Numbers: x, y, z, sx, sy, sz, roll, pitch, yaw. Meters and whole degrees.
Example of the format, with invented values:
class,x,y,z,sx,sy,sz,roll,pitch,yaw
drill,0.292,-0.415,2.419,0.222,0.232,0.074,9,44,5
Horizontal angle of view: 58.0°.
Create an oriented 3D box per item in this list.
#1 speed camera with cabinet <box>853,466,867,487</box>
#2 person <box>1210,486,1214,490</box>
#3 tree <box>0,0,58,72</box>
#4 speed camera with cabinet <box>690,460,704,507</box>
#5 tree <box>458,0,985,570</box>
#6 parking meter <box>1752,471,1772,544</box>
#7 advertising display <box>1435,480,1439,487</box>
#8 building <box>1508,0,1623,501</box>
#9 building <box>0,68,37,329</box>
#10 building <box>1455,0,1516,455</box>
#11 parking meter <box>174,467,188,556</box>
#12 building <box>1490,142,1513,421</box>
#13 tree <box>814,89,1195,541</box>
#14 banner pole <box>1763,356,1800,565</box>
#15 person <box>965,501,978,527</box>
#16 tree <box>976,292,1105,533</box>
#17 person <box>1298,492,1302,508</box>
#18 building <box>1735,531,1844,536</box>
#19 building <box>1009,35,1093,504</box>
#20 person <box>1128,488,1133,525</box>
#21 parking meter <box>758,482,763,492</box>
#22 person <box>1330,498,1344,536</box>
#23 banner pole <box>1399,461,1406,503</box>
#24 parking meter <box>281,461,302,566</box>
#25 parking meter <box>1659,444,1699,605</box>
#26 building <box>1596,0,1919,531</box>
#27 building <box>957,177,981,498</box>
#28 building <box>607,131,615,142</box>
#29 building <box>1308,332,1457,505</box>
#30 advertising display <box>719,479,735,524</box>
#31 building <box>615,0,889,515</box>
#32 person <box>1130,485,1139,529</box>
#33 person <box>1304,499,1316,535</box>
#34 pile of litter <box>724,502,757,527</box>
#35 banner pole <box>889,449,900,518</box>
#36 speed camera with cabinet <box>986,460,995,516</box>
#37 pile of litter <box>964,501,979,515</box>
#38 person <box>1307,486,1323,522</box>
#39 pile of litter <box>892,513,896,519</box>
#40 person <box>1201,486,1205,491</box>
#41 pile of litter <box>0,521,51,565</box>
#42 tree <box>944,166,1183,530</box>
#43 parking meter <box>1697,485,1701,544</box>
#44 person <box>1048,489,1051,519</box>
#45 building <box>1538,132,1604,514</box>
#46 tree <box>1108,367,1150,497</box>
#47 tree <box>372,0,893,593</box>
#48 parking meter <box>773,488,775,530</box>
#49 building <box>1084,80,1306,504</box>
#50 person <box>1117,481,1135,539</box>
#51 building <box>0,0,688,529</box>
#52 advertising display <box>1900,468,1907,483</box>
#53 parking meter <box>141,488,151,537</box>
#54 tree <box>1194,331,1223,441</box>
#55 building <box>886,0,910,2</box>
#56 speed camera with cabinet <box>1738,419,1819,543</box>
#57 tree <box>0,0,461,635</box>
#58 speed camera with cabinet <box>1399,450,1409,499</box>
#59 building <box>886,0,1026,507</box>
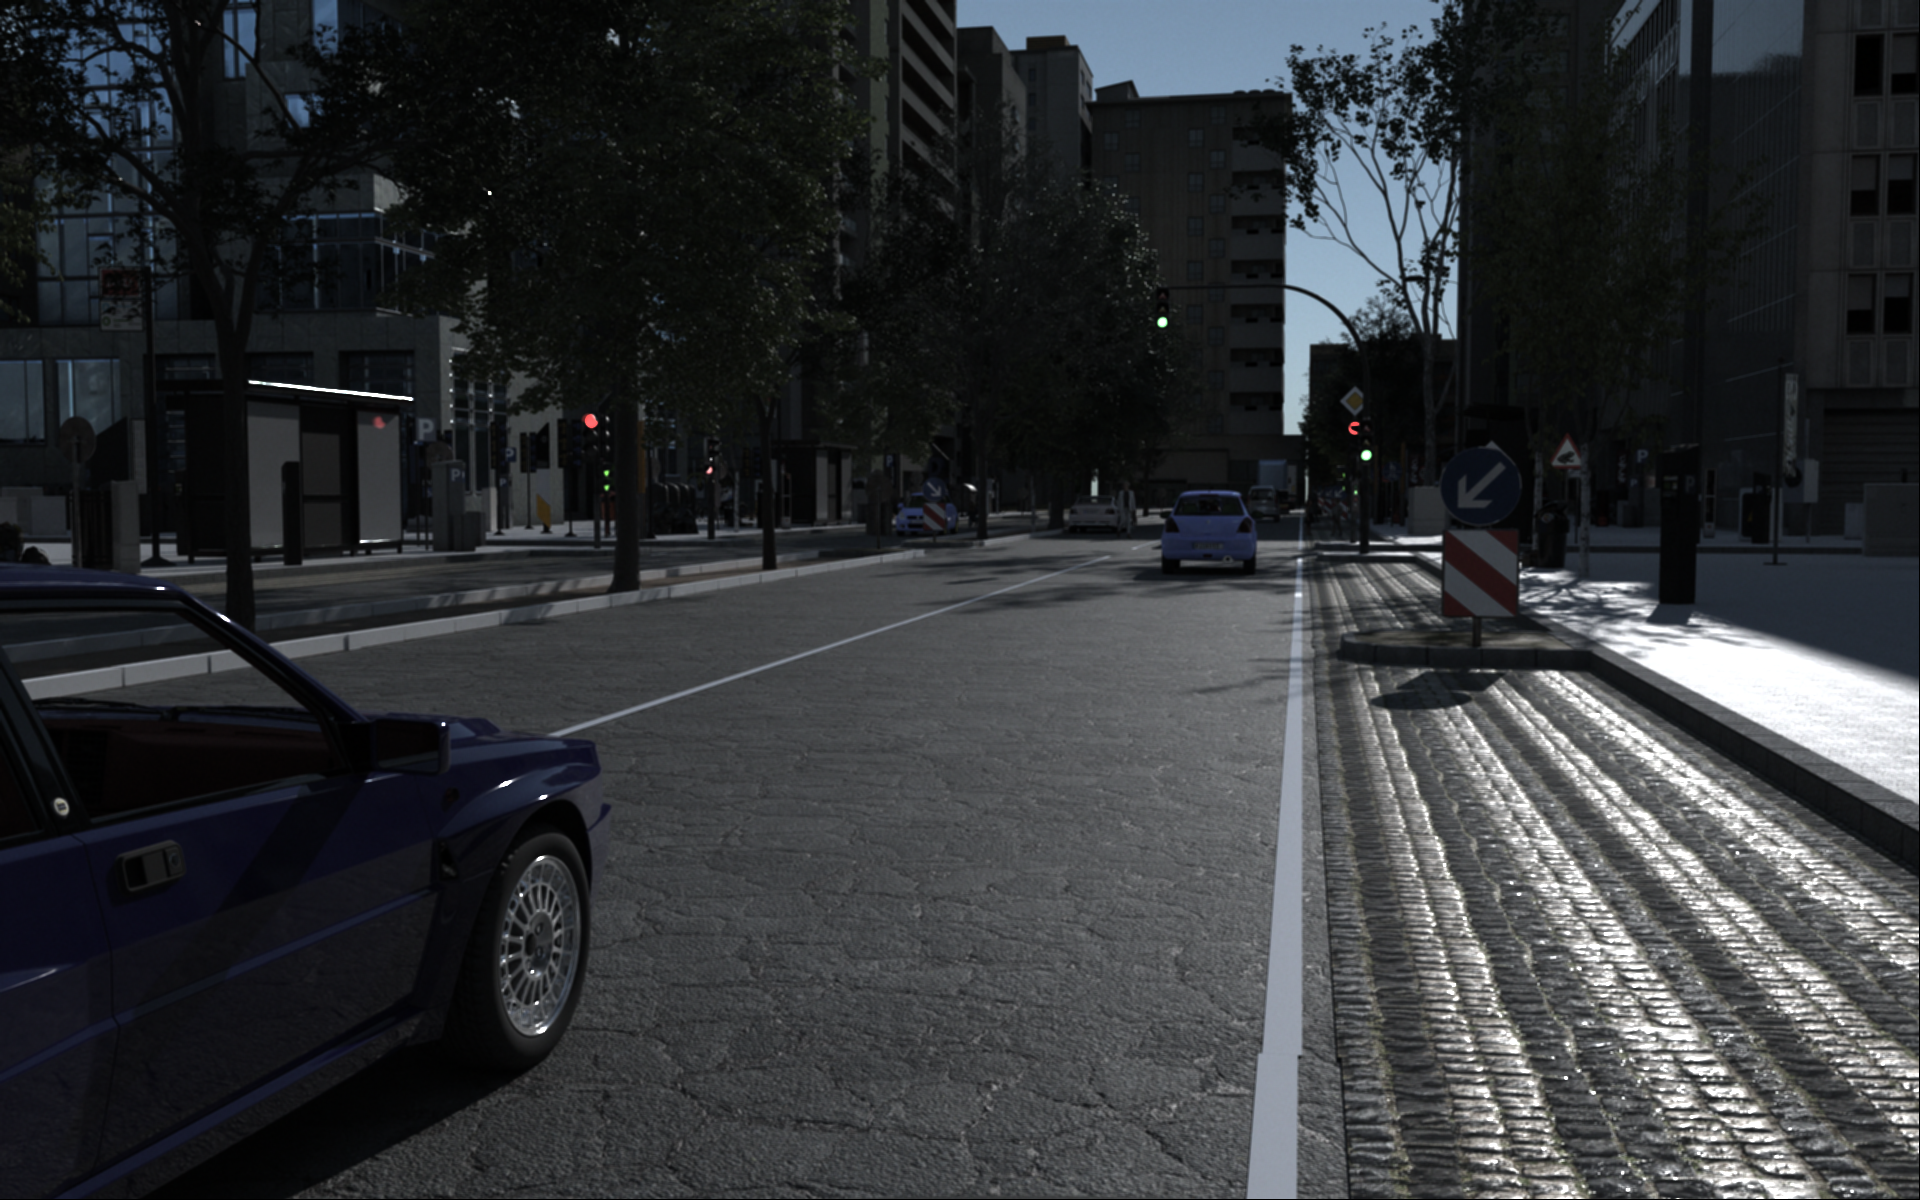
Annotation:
class,x,y,z,sx,sy,sz,roll,pitch,yaw
speed camera with cabinet,-6.077,-6.061,93.434,2.038,3.252,0.660,0,4,2
person,12.404,-4.712,85.503,0.822,1.834,0.622,-2,4,-33
tree,-7.846,-3.499,10.033,4.360,8.622,3.978,0,3,0
speed camera with cabinet,-15.642,-6.466,100.054,0.660,3.252,2.038,2,4,31
tree,-3.505,-5.865,32.759,8.767,10.594,7.601,1,4,11
parking meter,20.686,-2.384,44.683,0.255,1.863,0.399,-2,4,-33
advertising display,21.459,-4.451,77.984,0.974,1.923,0.123,1,4,10
building,48.370,-27.274,129.521,14.154,41.232,14.086,1,4,11
building,-55.314,-14.450,81.294,28.899,21.520,27.650,1,4,11
building,57.995,-38.004,163.360,21.231,58.520,28.212,1,4,11
parking meter,-16.162,-1.863,36.172,0.255,1.863,0.399,2,4,25
building,51.163,-22.749,143.643,14.160,30.474,14.107,1,4,11
tree,0.688,-8.554,52.690,12.009,13.543,11.850,0,3,0
banner pole,15.014,-2.539,31.527,0.863,3.779,0.401,-3,4,-36
person,0.670,-3.766,75.575,1.012,1.151,0.738,0,4,-7
tree,2.612,-6.634,61.287,4.737,8.622,4.395,0,3,0
person,35.181,-10.344,179.085,0.415,1.643,0.593,1,4,18
building,36.150,-14.553,55.964,19.932,24.808,12.078,1,4,11
building,3.005,-41.991,228.558,28.212,58.520,21.231,1,4,11
person,7.403,-4.101,76.230,0.598,1.740,0.731,-2,4,-33
parking meter,-9.704,-4.866,85.277,0.399,1.863,0.255,1,4,8
person,12.769,-2.802,58.583,0.475,1.303,0.640,3,5,40
banner pole,29.046,-7.566,113.719,0.863,3.779,0.401,1,4,9
parking meter,-12.050,-1.561,31.233,0.255,1.863,0.399,-2,4,-33
parking meter,8.392,-0.888,20.228,0.399,1.863,0.255,-2,4,-32
building,35.945,-15.751,75.555,12.078,24.808,19.932,1,4,11
building,-6.269,-23.421,154.628,14.160,30.474,14.107,1,4,11
building,-26.277,-45.534,182.729,20.611,71.187,20.563,1,4,11
building,59.460,-23.045,221.821,28.899,21.520,27.650,1,4,11
advertising display,-9.966,-4.221,74.221,0.974,1.923,0.123,3,5,45
building,-12.960,-26.136,110.921,14.154,41.232,14.086,1,4,11
person,7.157,-3.869,71.733,0.573,1.828,0.580,0,4,-6
person,12.063,-2.844,59.663,0.362,1.253,0.373,-3,4,-36
pile of litter,-8.670,-3.295,67.839,1.176,0.858,1.719,-1,4,-9
banner pole,-3.495,-6.296,92.953,0.863,3.779,0.401,-1,4,-18
speed camera with cabinet,1.581,-6.518,100.904,0.660,3.252,2.038,1,4,11
pile of litter,1.343,-6.404,118.664,1.719,0.858,1.176,0,4,-6
person,17.878,-4.829,87.411,0.822,1.834,0.622,1,4,15
pile of litter,-3.875,-4.690,90.643,1.719,0.858,1.176,1,4,11
person,12.483,-4.907,88.502,0.659,1.850,0.755,0,4,-8
pile of litter,-15.178,-0.821,27.388,1.719,0.858,1.176,-2,4,-35
tree,3.825,-9.743,68.411,9.857,13.997,8.962,0,3,0
parking meter,18.936,-2.223,44.754,0.372,1.533,0.369,0,3,0
person,5.234,-5.566,100.045,0.362,1.759,0.519,1,4,15
building,42.672,-17.181,99.972,14.314,24.678,30.058,1,4,11
tree,7.629,-8.168,86.368,4.737,8.622,4.395,0,3,0
tree,-4.860,-6.398,25.189,7.486,12.596,7.792,0,3,0
parking meter,-6.743,-3.230,61.226,0.372,1.533,0.369,0,3,0
building,31.707,-39.051,227.722,27.495,52.752,28.713,1,4,11
person,5.284,-2.875,55.386,0.514,1.842,0.818,-1,4,-19
building,-26.669,-46.773,77.417,22.319,86.520,31.000,1,4,11
advertising display,23.712,-2.346,43.566,0.123,1.923,0.974,2,4,26
parking meter,-24.482,-2.662,51.931,0.372,1.533,0.369,0,3,0
tree,9.439,-11.189,95.766,12.009,13.543,11.850,0,3,0
building,-12.771,-31.406,137.193,21.300,48.544,21.600,1,4,11
speed camera with cabinet,21.774,-3.166,46.098,0.660,3.252,2.038,-2,4,-25
tree,-6.506,-4.833,15.896,8.767,10.594,7.601,1,4,11
speed camera with cabinet,20.452,-5.035,76.657,0.660,3.252,2.038,-3,5,-44
building,-5.254,-33.992,179.475,21.600,48.544,21.300,1,4,11
